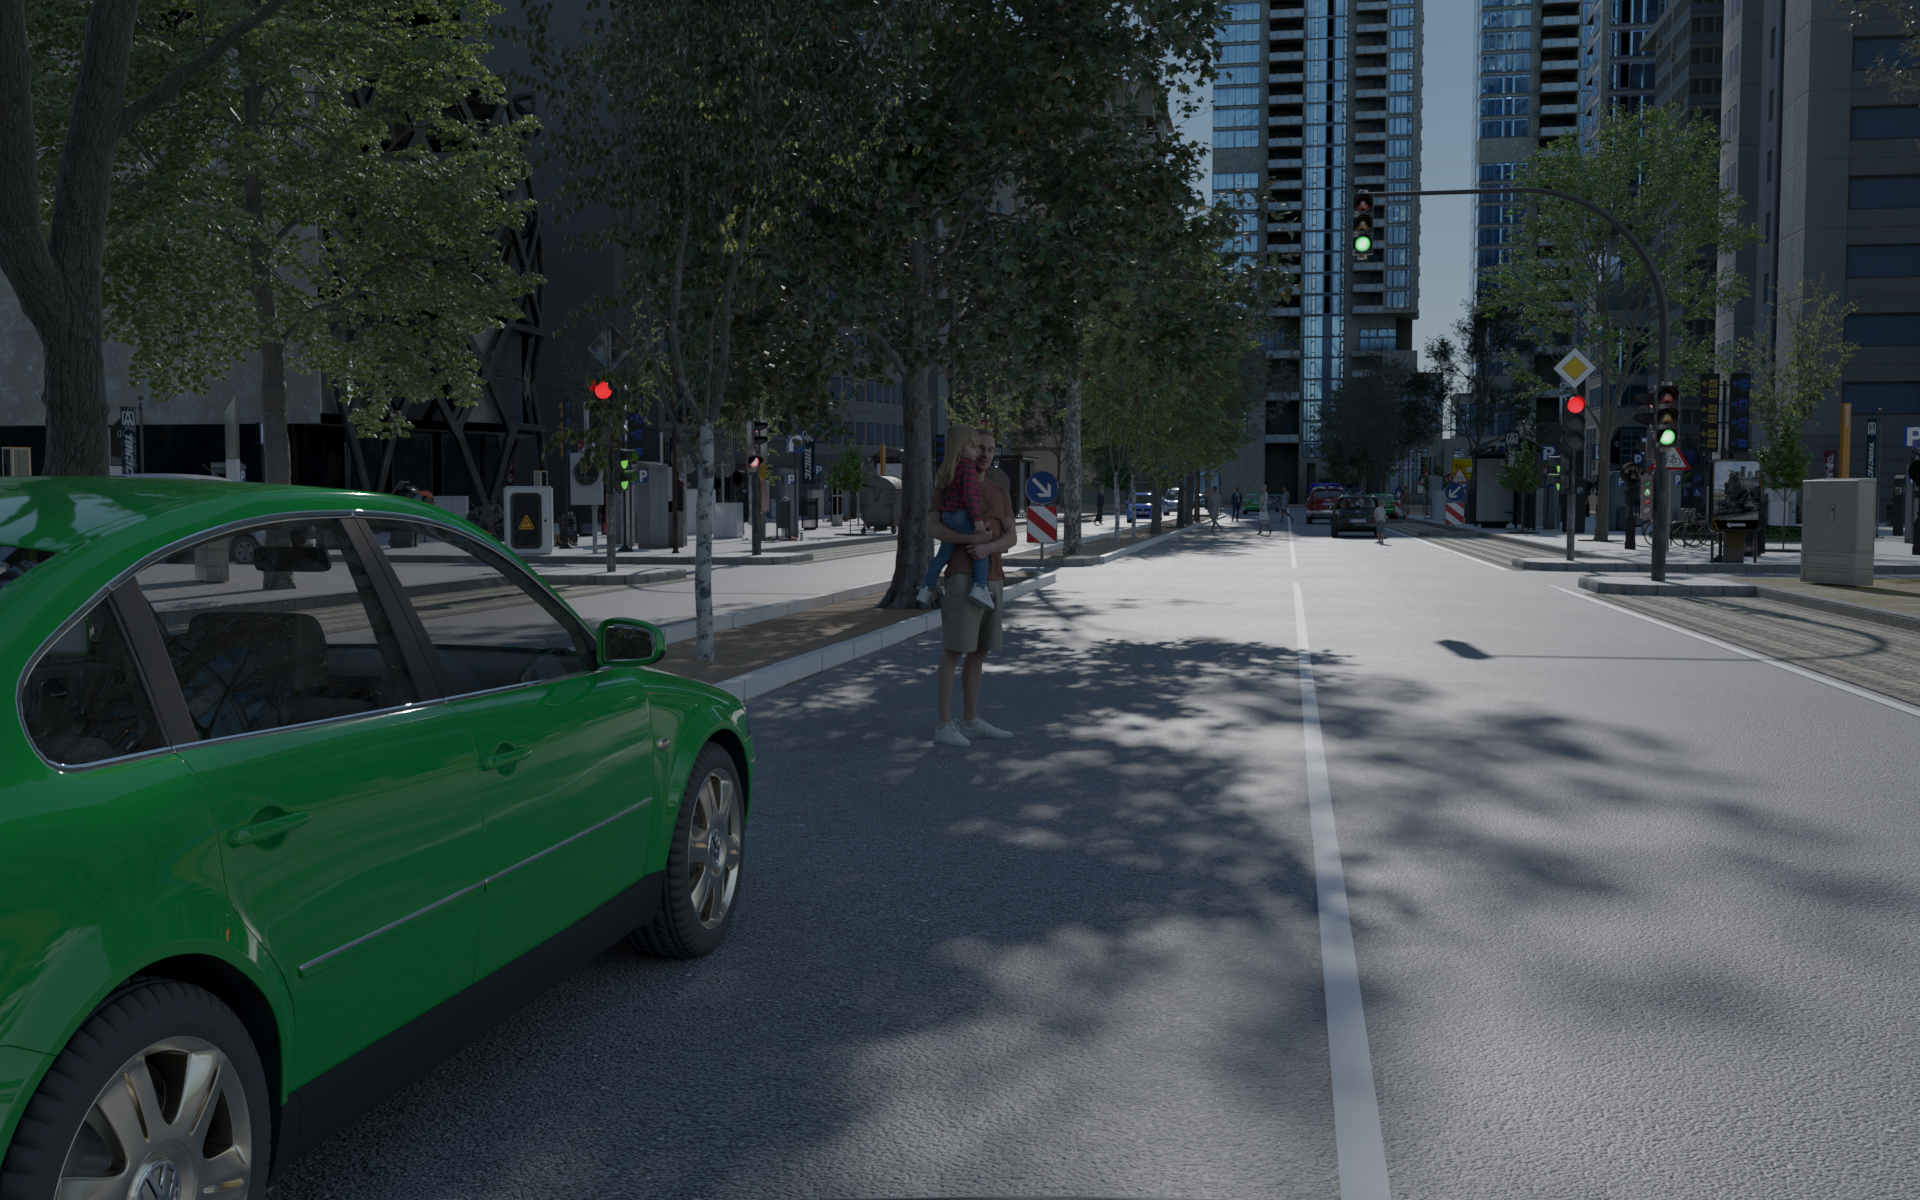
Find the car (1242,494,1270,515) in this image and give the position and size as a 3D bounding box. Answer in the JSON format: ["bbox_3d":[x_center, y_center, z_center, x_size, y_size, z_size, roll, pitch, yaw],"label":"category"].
[{"bbox_3d":[20.739,-6.878,121.258,1.959,1.807,4.718,1,4,11],"label":"car"}]

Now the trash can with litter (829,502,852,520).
[{"bbox_3d":[-5.900,-4.535,85.529,1.055,1.170,0.624,-3,4,-37],"label":"trash can with litter"}]

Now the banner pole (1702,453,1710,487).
[{"bbox_3d":[33.546,-5.391,78.153,0.863,3.779,0.401,0,4,-2],"label":"banner pole"}]

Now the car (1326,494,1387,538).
[{"bbox_3d":[13.361,-2.968,58.319,2.009,1.686,4.222,1,4,12],"label":"car"}]

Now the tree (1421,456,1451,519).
[{"bbox_3d":[24.371,-5.744,88.513,1.663,3.219,1.824,0,3,0],"label":"tree"}]

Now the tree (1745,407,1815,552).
[{"bbox_3d":[18.443,-2.693,38.627,1.663,3.219,1.824,0,3,0],"label":"tree"}]

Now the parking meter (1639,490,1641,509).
[{"bbox_3d":[40.890,-5.831,103.750,0.372,1.533,0.369,0,3,0],"label":"parking meter"}]

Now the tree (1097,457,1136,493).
[{"bbox_3d":[13.494,-10.050,148.028,4.285,4.588,4.351,0,3,0],"label":"tree"}]

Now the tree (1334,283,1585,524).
[{"bbox_3d":[22.114,-8.549,74.192,8.767,10.594,7.601,-2,4,-33],"label":"tree"}]

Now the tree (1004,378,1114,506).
[{"bbox_3d":[6.018,-10.303,102.866,7.601,10.594,8.767,1,4,13],"label":"tree"}]

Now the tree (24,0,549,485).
[{"bbox_3d":[-9.655,-6.419,23.081,7.486,12.596,7.792,0,3,0],"label":"tree"}]

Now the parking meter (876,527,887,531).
[{"bbox_3d":[-2.751,-3.348,60.449,0.399,1.863,0.255,2,4,32],"label":"parking meter"}]

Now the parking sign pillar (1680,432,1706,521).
[{"bbox_3d":[31.582,-5.285,74.889,1.447,3.967,1.447,0,4,-4],"label":"parking sign pillar"}]

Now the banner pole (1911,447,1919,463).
[{"bbox_3d":[37.198,-4.723,67.233,0.401,3.779,0.863,-1,4,-11],"label":"banner pole"}]

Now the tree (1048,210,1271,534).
[{"bbox_3d":[6.982,-8.650,62.015,7.486,12.596,7.792,0,3,0],"label":"tree"}]

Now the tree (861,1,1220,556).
[{"bbox_3d":[1.518,-11.102,39.856,12.611,20.169,13.585,0,3,0],"label":"tree"}]

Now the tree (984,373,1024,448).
[{"bbox_3d":[1.414,-8.206,84.537,4.360,8.622,3.978,0,3,0],"label":"tree"}]

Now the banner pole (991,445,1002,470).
[{"bbox_3d":[1.474,-5.339,77.306,0.863,3.779,0.401,1,4,8],"label":"banner pole"}]

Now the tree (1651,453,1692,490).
[{"bbox_3d":[29.811,-4.768,72.551,1.663,3.219,1.824,0,3,0],"label":"tree"}]

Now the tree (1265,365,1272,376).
[{"bbox_3d":[12.720,-10.014,91.933,9.928,11.665,9.643,0,3,0],"label":"tree"}]

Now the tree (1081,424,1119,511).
[{"bbox_3d":[10.586,-11.044,130.926,4.360,8.622,3.978,0,3,0],"label":"tree"}]

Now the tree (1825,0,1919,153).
[{"bbox_3d":[10.382,-6.268,12.860,12.009,13.543,11.850,0,3,0],"label":"tree"}]

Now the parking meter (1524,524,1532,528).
[{"bbox_3d":[21.490,-3.659,65.533,0.255,1.863,0.399,-1,4,-14],"label":"parking meter"}]

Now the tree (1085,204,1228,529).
[{"bbox_3d":[9.176,-9.709,71.576,12.009,13.543,11.850,0,3,0],"label":"tree"}]

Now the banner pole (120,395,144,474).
[{"bbox_3d":[-20.826,-3.285,43.720,0.401,3.779,0.863,2,4,24],"label":"banner pole"}]

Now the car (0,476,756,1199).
[{"bbox_3d":[-1.863,0.284,4.158,1.959,1.807,4.718,1,4,11],"label":"car"}]

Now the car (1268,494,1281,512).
[{"bbox_3d":[24.712,-7.761,138.890,2.014,1.417,4.499,1,4,9],"label":"car"}]

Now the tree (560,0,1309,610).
[{"bbox_3d":[-0.534,-6.242,21.520,9.611,12.733,9.660,0,3,0],"label":"tree"}]

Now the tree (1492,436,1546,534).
[{"bbox_3d":[18.415,-3.773,56.289,1.663,3.219,1.824,0,3,0],"label":"tree"}]

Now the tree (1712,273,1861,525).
[{"bbox_3d":[27.631,-6.564,57.680,4.360,8.622,3.978,0,3,0],"label":"tree"}]

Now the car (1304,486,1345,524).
[{"bbox_3d":[17.806,-4.602,83.908,2.281,1.827,5.304,1,4,11],"label":"car"}]

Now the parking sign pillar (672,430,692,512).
[{"bbox_3d":[-11.764,-5.189,73.311,1.447,3.967,1.447,1,4,10],"label":"parking sign pillar"}]

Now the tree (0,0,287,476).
[{"bbox_3d":[-3.716,-4.815,6.940,9.928,11.665,9.643,0,3,0],"label":"tree"}]

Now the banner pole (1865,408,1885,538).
[{"bbox_3d":[26.640,-3.698,50.483,0.863,3.779,0.401,-2,4,-29],"label":"banner pole"}]

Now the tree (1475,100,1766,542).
[{"bbox_3d":[17.385,-7.374,46.317,9.928,11.665,9.643,0,3,0],"label":"tree"}]

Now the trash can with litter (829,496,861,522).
[{"bbox_3d":[-5.691,-4.218,80.026,1.678,1.210,2.233,-3,4,-38],"label":"trash can with litter"}]

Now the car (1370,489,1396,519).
[{"bbox_3d":[23.923,-5.503,98.766,1.959,1.807,4.718,1,4,9],"label":"car"}]

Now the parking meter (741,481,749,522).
[{"bbox_3d":[-9.765,-4.461,78.649,0.399,1.863,0.255,0,4,7],"label":"parking meter"}]

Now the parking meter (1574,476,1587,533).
[{"bbox_3d":[20.297,-3.117,56.672,0.399,1.863,0.255,1,4,23],"label":"parking meter"}]

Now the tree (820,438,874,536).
[{"bbox_3d":[-3.322,-3.631,53.963,1.663,3.219,1.824,0,3,0],"label":"tree"}]

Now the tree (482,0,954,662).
[{"bbox_3d":[-2.149,-3.788,14.751,4.360,8.622,3.978,0,3,0],"label":"tree"}]

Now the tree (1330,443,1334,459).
[{"bbox_3d":[40.197,-14.317,168.493,8.767,10.594,7.601,1,4,17],"label":"tree"}]

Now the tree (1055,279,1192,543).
[{"bbox_3d":[5.670,-6.315,56.073,4.737,8.622,4.395,0,3,0],"label":"tree"}]

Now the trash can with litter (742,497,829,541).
[{"bbox_3d":[-5.059,-2.243,47.738,2.233,1.210,1.678,3,5,42],"label":"trash can with litter"}]

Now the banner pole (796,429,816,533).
[{"bbox_3d":[-5.107,-4.069,56.552,0.863,3.779,0.401,1,4,16],"label":"banner pole"}]

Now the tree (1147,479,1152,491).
[{"bbox_3d":[20.918,-11.717,186.168,1.663,3.219,1.824,0,3,0],"label":"tree"}]

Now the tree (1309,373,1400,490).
[{"bbox_3d":[41.206,-16.614,178.286,9.857,13.997,8.962,0,3,0],"label":"tree"}]

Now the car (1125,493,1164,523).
[{"bbox_3d":[9.324,-4.760,87.413,1.945,1.707,3.694,1,4,9],"label":"car"}]

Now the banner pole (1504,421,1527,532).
[{"bbox_3d":[19.109,-4.250,59.498,0.863,3.779,0.401,2,4,28],"label":"banner pole"}]

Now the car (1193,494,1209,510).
[{"bbox_3d":[21.814,-8.912,157.516,2.131,1.459,4.920,1,4,12],"label":"car"}]

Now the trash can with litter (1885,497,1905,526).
[{"bbox_3d":[37.584,-3.538,69.237,1.055,1.170,0.624,2,4,28],"label":"trash can with litter"}]

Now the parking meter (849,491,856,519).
[{"bbox_3d":[-5.474,-4.892,88.399,0.372,1.533,0.369,0,3,0],"label":"parking meter"}]

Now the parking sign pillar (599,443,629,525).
[{"bbox_3d":[-14.452,-5.155,72.762,1.447,3.967,1.447,0,4,-4],"label":"parking sign pillar"}]

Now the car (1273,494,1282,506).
[{"bbox_3d":[32.480,-10.182,178.276,2.131,1.459,4.920,1,4,12],"label":"car"}]
